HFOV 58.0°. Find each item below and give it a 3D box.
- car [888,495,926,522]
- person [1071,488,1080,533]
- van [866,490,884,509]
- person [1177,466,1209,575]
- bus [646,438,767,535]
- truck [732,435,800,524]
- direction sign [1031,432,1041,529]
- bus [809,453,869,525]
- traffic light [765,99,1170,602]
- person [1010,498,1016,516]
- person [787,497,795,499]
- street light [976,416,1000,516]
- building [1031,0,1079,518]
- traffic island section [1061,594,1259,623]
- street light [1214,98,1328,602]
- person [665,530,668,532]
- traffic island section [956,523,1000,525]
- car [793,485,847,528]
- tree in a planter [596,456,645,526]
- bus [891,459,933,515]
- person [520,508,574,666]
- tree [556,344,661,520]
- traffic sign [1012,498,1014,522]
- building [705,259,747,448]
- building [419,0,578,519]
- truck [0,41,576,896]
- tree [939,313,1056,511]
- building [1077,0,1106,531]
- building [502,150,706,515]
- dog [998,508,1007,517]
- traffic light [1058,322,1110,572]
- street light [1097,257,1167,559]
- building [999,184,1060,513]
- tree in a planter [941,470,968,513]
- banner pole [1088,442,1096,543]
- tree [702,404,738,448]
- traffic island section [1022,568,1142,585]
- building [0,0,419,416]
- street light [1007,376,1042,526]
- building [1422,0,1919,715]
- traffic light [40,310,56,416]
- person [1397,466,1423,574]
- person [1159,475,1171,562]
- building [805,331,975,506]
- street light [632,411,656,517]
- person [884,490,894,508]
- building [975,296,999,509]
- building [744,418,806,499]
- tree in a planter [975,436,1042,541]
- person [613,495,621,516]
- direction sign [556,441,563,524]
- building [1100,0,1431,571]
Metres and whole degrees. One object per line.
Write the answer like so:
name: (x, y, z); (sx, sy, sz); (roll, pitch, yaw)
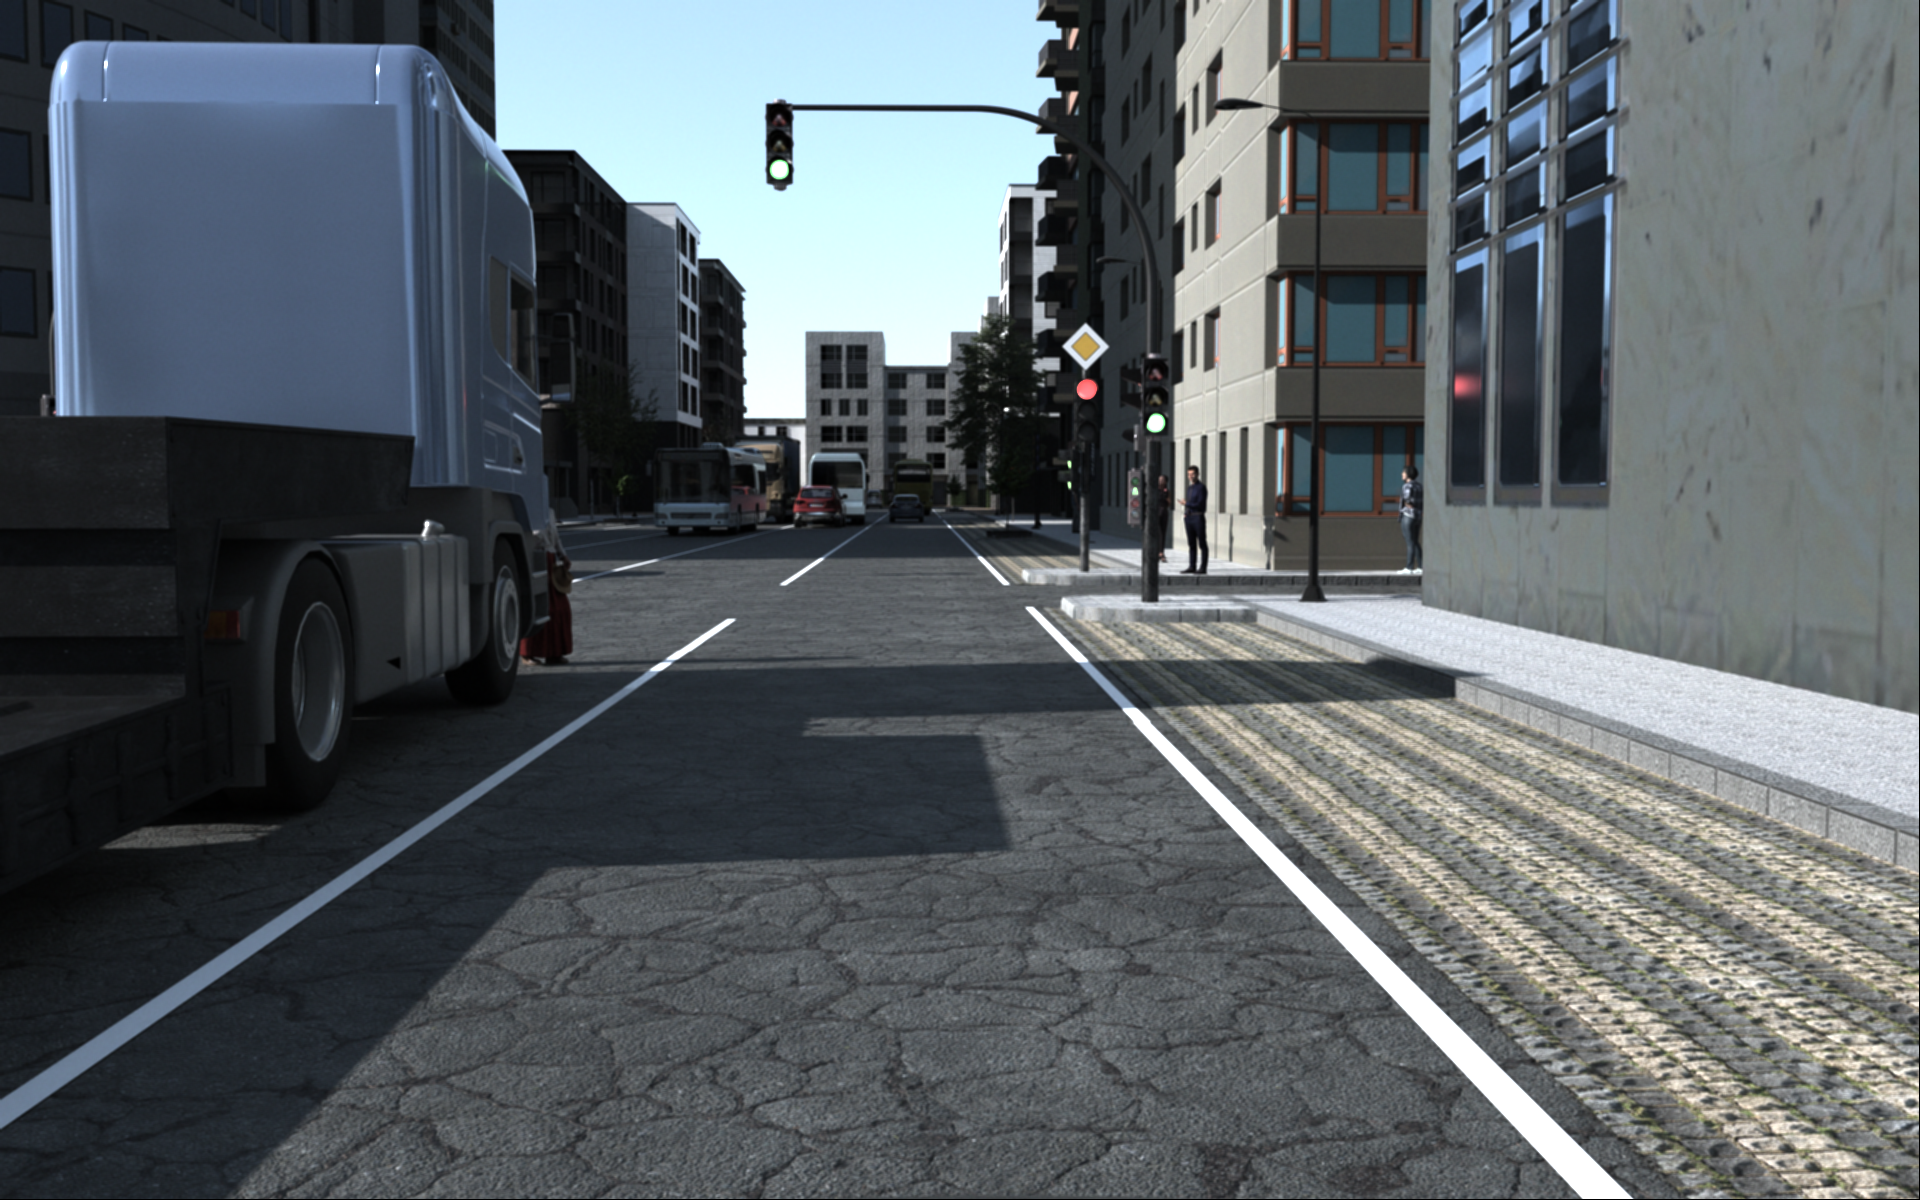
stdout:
car: (-2.730, -4.699, 88.835); (2.014, 1.417, 4.499); (0, 4, -1)
person: (3.875, -3.110, 57.018); (0.434, 1.807, 0.598); (0, 4, 8)
van: (-8.473, -10.010, 170.670); (2.013, 2.044, 4.112); (0, 4, -2)
person: (3.719, -1.287, 27.790); (0.504, 1.737, 0.576); (-2, 4, -33)
bus: (-9.056, -4.205, 63.611); (2.948, 3.499, 13.247); (0, 4, -1)
truck: (-9.523, -5.877, 84.999); (2.839, 4.237, 11.283); (0, 4, -1)
direction sign: (2.782, -4.374, 63.514); (0.379, 3.537, 0.876); (-1, 4, -14)
bus: (-5.871, -5.475, 84.368); (2.948, 3.499, 13.247); (0, 4, -3)
traffic light: (0.143, -2.791, 20.299); (4.771, 5.953, 1.251); (0, 4, -1)
person: (3.138, -5.963, 103.668); (0.434, 1.807, 0.598); (2, 4, 32)
person: (-13.862, -8.035, 139.882); (1.348, 1.823, 0.705); (2, 4, 24)
street light: (1.676, -7.977, 102.969); (1.470, 5.913, 1.316); (0, 4, -1)
building: (15.285, -26.516, 88.165); (22.147, 44.769, 28.867); (0, 4, -1)
traffic island section: (2.272, 0.102, 20.607); (2.009, 0.180, 2.903); (0, 4, -1)
street light: (3.680, -2.934, 20.514); (1.470, 5.913, 1.316); (0, 4, -1)
person: (-10.927, -3.386, 64.680); (0.431, 1.722, 0.655); (-1, 4, -9)
traffic island section: (0.798, -3.506, 80.182); (1.991, 0.108, 1.994); (0, 4, -1)
car: (-6.046, -4.055, 74.980); (2.281, 1.827, 5.304); (0, 4, -1)
tree in a planter: (-15.586, -5.043, 79.676); (1.991, 3.239, 1.994); (0, 4, -1)
bus: (-3.349, -7.904, 120.773); (2.896, 3.916, 12.252); (0, 4, -3)
person: (-3.509, -0.216, 14.505); (0.387, 1.526, 0.523); (3, 5, 43)
tree: (-18.059, -8.288, 85.874); (4.737, 8.622, 4.395); (0, 3, 0)
traffic sign: (2.478, -4.943, 80.924); (0.768, 2.556, 0.104); (0, 4, 3)
building: (-37.506, -19.575, 164.030); (32.646, 21.610, 27.936); (0, 4, -1)
building: (-36.736, -24.094, 85.826); (32.217, 40.220, 23.993); (0, 4, -1)
truck: (-3.947, -0.909, 4.625); (2.967, 4.110, 18.799); (0, 4, -3)
tree: (2.523, -11.676, 109.025); (7.486, 12.596, 7.792); (0, 3, 0)
building: (11.391, -18.064, 67.052); (14.160, 30.474, 14.107); (0, 4, -1)
building: (-33.770, -16.835, 119.228); (27.936, 21.610, 32.646); (0, 4, -1)
dog: (2.329, -4.812, 95.506); (0.540, 0.507, 0.406); (0, 4, 4)
traffic light: (2.036, -2.419, 28.475); (0.839, 4.253, 0.868); (0, 4, -1)
street light: (3.375, -3.766, 34.111); (1.470, 5.913, 1.316); (0, 4, -1)
building: (16.763, -17.556, 131.017); (27.936, 21.610, 32.646); (0, 4, -1)
tree in a planter: (-0.438, -8.138, 130.284); (1.991, 3.239, 1.994); (0, 4, -1)
banner pole: (3.434, -3.388, 45.409); (0.401, 3.779, 0.863); (-1, 4, -13)
tree: (-19.643, -11.666, 141.104); (4.360, 8.622, 3.978); (0, 3, 0)
traffic island section: (2.076, -0.386, 28.590); (2.009, 0.180, 2.903); (0, 4, -1)
building: (-28.979, -30.787, 45.362); (21.231, 58.520, 28.212); (0, 4, -1)
street light: (2.563, -5.872, 68.541); (1.470, 5.913, 1.316); (0, 4, -1)
building: (16.861, -42.170, 2.147); (22.319, 86.520, 31.000); (0, 4, -1)
traffic light: (-12.511, -3.270, 28.137); (4.771, 5.953, 1.251); (0, 4, -1)
person: (7.281, -1.289, 27.848); (0.841, 1.734, 0.376); (-3, 5, -42)
person: (3.751, -1.526, 32.467); (0.415, 1.643, 0.593); (2, 4, 27)
building: (-1.223, -20.199, 196.704); (31.486, 18.905, 16.747); (0, 4, -1)
street light: (-17.691, -7.607, 96.912); (1.470, 5.913, 1.316); (0, 4, -1)
person: (-6.582, -9.434, 162.750); (1.348, 1.824, 0.705); (-3, 5, -42)
building: (10.615, -18.172, 163.566); (16.747, 18.905, 31.486); (0, 4, -1)
building: (-30.952, -15.285, 192.054); (28.070, 9.664, 9.099); (0, 4, -1)
tree in a planter: (1.469, -3.421, 53.151); (1.991, 3.239, 1.994); (0, 4, -1)
person: (-19.839, -5.761, 100.764); (0.750, 1.759, 0.617); (1, 4, 14)
direction sign: (-17.376, -5.068, 74.857); (0.379, 3.537, 0.876); (0, 4, -8)
building: (19.353, -12.074, 42.445); (28.899, 21.520, 27.650); (0, 4, -1)
